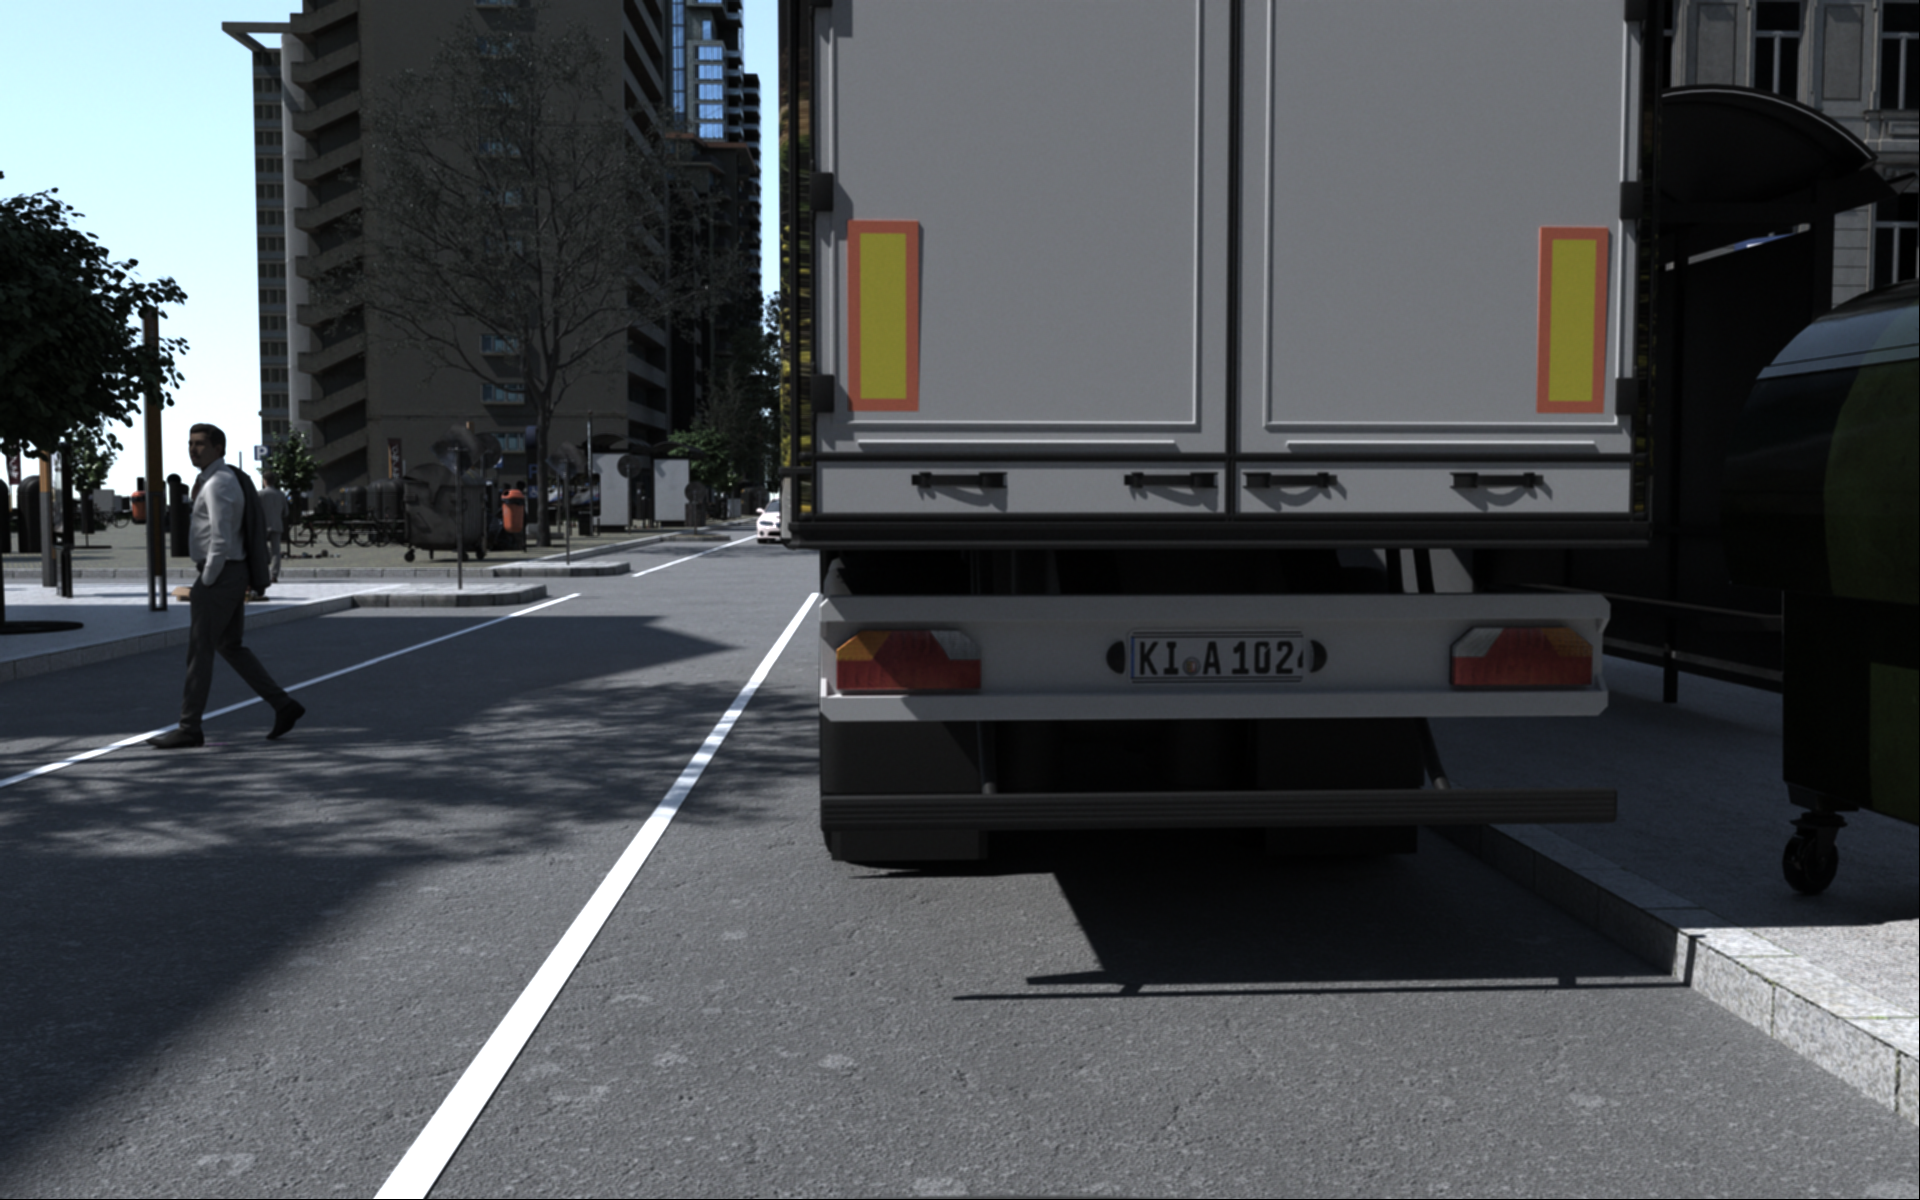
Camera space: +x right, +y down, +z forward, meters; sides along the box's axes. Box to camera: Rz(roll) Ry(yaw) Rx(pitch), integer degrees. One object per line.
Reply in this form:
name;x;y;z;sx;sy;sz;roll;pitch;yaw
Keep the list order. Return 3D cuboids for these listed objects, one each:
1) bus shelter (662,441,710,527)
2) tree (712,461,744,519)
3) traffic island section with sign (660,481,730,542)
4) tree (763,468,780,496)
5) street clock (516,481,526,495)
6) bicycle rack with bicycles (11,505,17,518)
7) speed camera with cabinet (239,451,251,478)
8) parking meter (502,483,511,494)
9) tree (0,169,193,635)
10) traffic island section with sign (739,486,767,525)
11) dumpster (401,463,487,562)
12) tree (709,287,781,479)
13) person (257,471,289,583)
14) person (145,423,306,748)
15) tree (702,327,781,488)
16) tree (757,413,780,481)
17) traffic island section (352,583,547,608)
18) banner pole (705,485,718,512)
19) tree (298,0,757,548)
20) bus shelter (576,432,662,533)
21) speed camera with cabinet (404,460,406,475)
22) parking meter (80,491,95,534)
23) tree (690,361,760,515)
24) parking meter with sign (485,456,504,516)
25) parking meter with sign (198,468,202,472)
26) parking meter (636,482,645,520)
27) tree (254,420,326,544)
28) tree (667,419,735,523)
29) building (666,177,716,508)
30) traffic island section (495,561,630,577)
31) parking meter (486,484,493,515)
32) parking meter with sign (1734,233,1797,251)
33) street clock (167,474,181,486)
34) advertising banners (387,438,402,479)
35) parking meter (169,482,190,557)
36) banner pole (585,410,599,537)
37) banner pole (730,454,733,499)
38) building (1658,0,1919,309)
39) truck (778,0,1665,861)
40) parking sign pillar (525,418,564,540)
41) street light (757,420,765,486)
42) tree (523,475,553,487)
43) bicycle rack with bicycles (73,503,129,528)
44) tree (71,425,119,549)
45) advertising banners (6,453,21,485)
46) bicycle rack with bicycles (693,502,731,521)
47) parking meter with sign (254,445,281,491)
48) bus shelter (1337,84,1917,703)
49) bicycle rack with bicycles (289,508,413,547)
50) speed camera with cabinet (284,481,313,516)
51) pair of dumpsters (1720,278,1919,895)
bus shelter;-11.282;-4.612;69.334;2.014;3.302;5.546;0;4;-2
tree;-11.978;-5.724;88.196;1.663;3.219;1.824;0;3;0
traffic island section with sign;-8.073;-2.715;53.011;1.989;1.847;2.006;0;4;-2
tree;-14.137;-8.344;131.018;1.663;3.219;1.824;0;3;0
street clock;-23.882;-5.486;94.272;0.471;2.002;0.358;2;4;28
bicycle rack with bicycles;-42.908;-4.177;81.672;2.925;0.926;2.852;3;4;37
speed camera with cabinet;-33.624;-5.199;79.346;2.038;3.252;0.660;-2;4;-34
parking meter;-23.580;-5.164;90.135;0.255;1.863;0.399;3;5;40
tree;-9.181;-1.992;16.291;4.285;4.588;4.351;0;3;0
traffic island section with sign;-9.300;-4.435;81.136;1.989;1.847;2.006;0;4;-2
dumpster;-9.907;-1.683;33.272;1.264;1.857;1.865;0;4;-3
tree;-13.639;-17.388;140.181;12.611;20.169;13.585;0;3;0
person;-11.236;-1.184;28.058;0.583;1.804;0.606;3;4;36
person;-4.219;-0.081;9.918;0.850;1.850;0.679;-1;4;-22
tree;-13.912;-12.226;118.016;7.486;12.596;7.792;0;3;0
tree;-16.833;-16.208;182.015;9.611;12.733;9.660;0;3;0
traffic island section;-6.758;-0.065;23.346;2.009;0.180;2.903;0;4;-2
banner pole;-12.778;-6.086;89.519;0.863;3.779;0.401;0;4;7
tree;-10.162;-8.042;41.851;12.009;13.543;11.850;0;3;0
bus shelter;-11.706;-4.013;59.536;2.014;3.302;5.546;0;4;-3
speed camera with cabinet;-32.669;-6.600;102.251;0.660;3.252;2.038;0;4;4
parking meter;-28.108;-2.898;55.786;0.372;1.533;0.369;0;3;0
tree;-13.232;-8.940;96.539;4.360;8.622;3.978;0;3;0
parking meter with sign;-21.114;-5.000;78.018;0.543;3.016;1.738;0;4;6
parking meter with sign;-38.166;-5.663;88.853;0.543;3.016;1.738;2;4;27
parking meter;-15.688;-4.857;85.118;0.399;1.863;0.255;2;4;30
tree;-17.468;-3.108;45.422;1.663;3.219;1.824;0;3;0
tree;-11.409;-5.652;76.128;4.285;4.588;4.351;0;3;0
building;-30.195;-23.685;158.945;14.160;30.474;14.107;0;4;-2
traffic island section;-7.107;-0.553;31.324;2.009;0.180;2.903;0;4;-2
parking meter;-11.956;-2.153;43.617;0.372;1.533;0.369;0;3;0
parking meter with sign;6.186;-0.979;12.274;1.738;3.016;0.543;-2;4;-35
street clock;-27.728;-3.460;61.144;0.471;2.002;0.358;-2;4;-26
advertising banners;-17.287;-3.594;54.952;0.090;3.025;2.074;2;4;34
parking meter;-15.912;-1.646;35.328;0.372;1.533;0.369;0;3;0
banner pole;-11.122;-3.797;52.104;0.401;3.779;0.863;-1;4;-19
banner pole;-14.081;-7.109;106.253;0.401;3.779;0.863;-2;4;-28
building;31.775;-16.636;48.414;44.131;29.872;17.030;0;4;-2
truck;0.394;-1.305;10.247;2.839;4.237;11.283;0;4;-3
parking sign pillar;-11.969;-3.705;49.046;1.447;3.967;1.447;0;4;-6
street light;-12.457;-8.282;108.192;0.468;5.910;1.993;0;4;-2
tree;-23.450;-6.217;96.255;1.663;3.219;1.824;0;3;0
bicycle rack with bicycles;-33.163;-3.211;65.886;2.925;0.926;2.852;-1;4;-10
tree;-20.729;-2.822;40.741;1.663;3.219;1.824;0;3;0
advertising banners;-26.981;-3.333;50.681;2.074;3.025;0.090;0;4;5
bicycle rack with bicycles;-12.386;-4.228;82.508;2.925;0.926;2.852;0;4;-3
parking meter with sign;-24.920;-4.069;62.792;0.543;3.016;1.738;0;4;1
bus shelter;3.603;-1.066;11.349;2.014;3.302;5.546;0;4;-2
bicycle rack with bicycles;-14.593;-1.788;42.615;2.925;0.926;2.852;1;4;12
speed camera with cabinet;-37.396;-6.338;97.957;0.660;3.252;2.038;1;4;12
pair of dumpsters;3.347;-0.062;3.512;1.574;2.255;4.437;0;4;-2
